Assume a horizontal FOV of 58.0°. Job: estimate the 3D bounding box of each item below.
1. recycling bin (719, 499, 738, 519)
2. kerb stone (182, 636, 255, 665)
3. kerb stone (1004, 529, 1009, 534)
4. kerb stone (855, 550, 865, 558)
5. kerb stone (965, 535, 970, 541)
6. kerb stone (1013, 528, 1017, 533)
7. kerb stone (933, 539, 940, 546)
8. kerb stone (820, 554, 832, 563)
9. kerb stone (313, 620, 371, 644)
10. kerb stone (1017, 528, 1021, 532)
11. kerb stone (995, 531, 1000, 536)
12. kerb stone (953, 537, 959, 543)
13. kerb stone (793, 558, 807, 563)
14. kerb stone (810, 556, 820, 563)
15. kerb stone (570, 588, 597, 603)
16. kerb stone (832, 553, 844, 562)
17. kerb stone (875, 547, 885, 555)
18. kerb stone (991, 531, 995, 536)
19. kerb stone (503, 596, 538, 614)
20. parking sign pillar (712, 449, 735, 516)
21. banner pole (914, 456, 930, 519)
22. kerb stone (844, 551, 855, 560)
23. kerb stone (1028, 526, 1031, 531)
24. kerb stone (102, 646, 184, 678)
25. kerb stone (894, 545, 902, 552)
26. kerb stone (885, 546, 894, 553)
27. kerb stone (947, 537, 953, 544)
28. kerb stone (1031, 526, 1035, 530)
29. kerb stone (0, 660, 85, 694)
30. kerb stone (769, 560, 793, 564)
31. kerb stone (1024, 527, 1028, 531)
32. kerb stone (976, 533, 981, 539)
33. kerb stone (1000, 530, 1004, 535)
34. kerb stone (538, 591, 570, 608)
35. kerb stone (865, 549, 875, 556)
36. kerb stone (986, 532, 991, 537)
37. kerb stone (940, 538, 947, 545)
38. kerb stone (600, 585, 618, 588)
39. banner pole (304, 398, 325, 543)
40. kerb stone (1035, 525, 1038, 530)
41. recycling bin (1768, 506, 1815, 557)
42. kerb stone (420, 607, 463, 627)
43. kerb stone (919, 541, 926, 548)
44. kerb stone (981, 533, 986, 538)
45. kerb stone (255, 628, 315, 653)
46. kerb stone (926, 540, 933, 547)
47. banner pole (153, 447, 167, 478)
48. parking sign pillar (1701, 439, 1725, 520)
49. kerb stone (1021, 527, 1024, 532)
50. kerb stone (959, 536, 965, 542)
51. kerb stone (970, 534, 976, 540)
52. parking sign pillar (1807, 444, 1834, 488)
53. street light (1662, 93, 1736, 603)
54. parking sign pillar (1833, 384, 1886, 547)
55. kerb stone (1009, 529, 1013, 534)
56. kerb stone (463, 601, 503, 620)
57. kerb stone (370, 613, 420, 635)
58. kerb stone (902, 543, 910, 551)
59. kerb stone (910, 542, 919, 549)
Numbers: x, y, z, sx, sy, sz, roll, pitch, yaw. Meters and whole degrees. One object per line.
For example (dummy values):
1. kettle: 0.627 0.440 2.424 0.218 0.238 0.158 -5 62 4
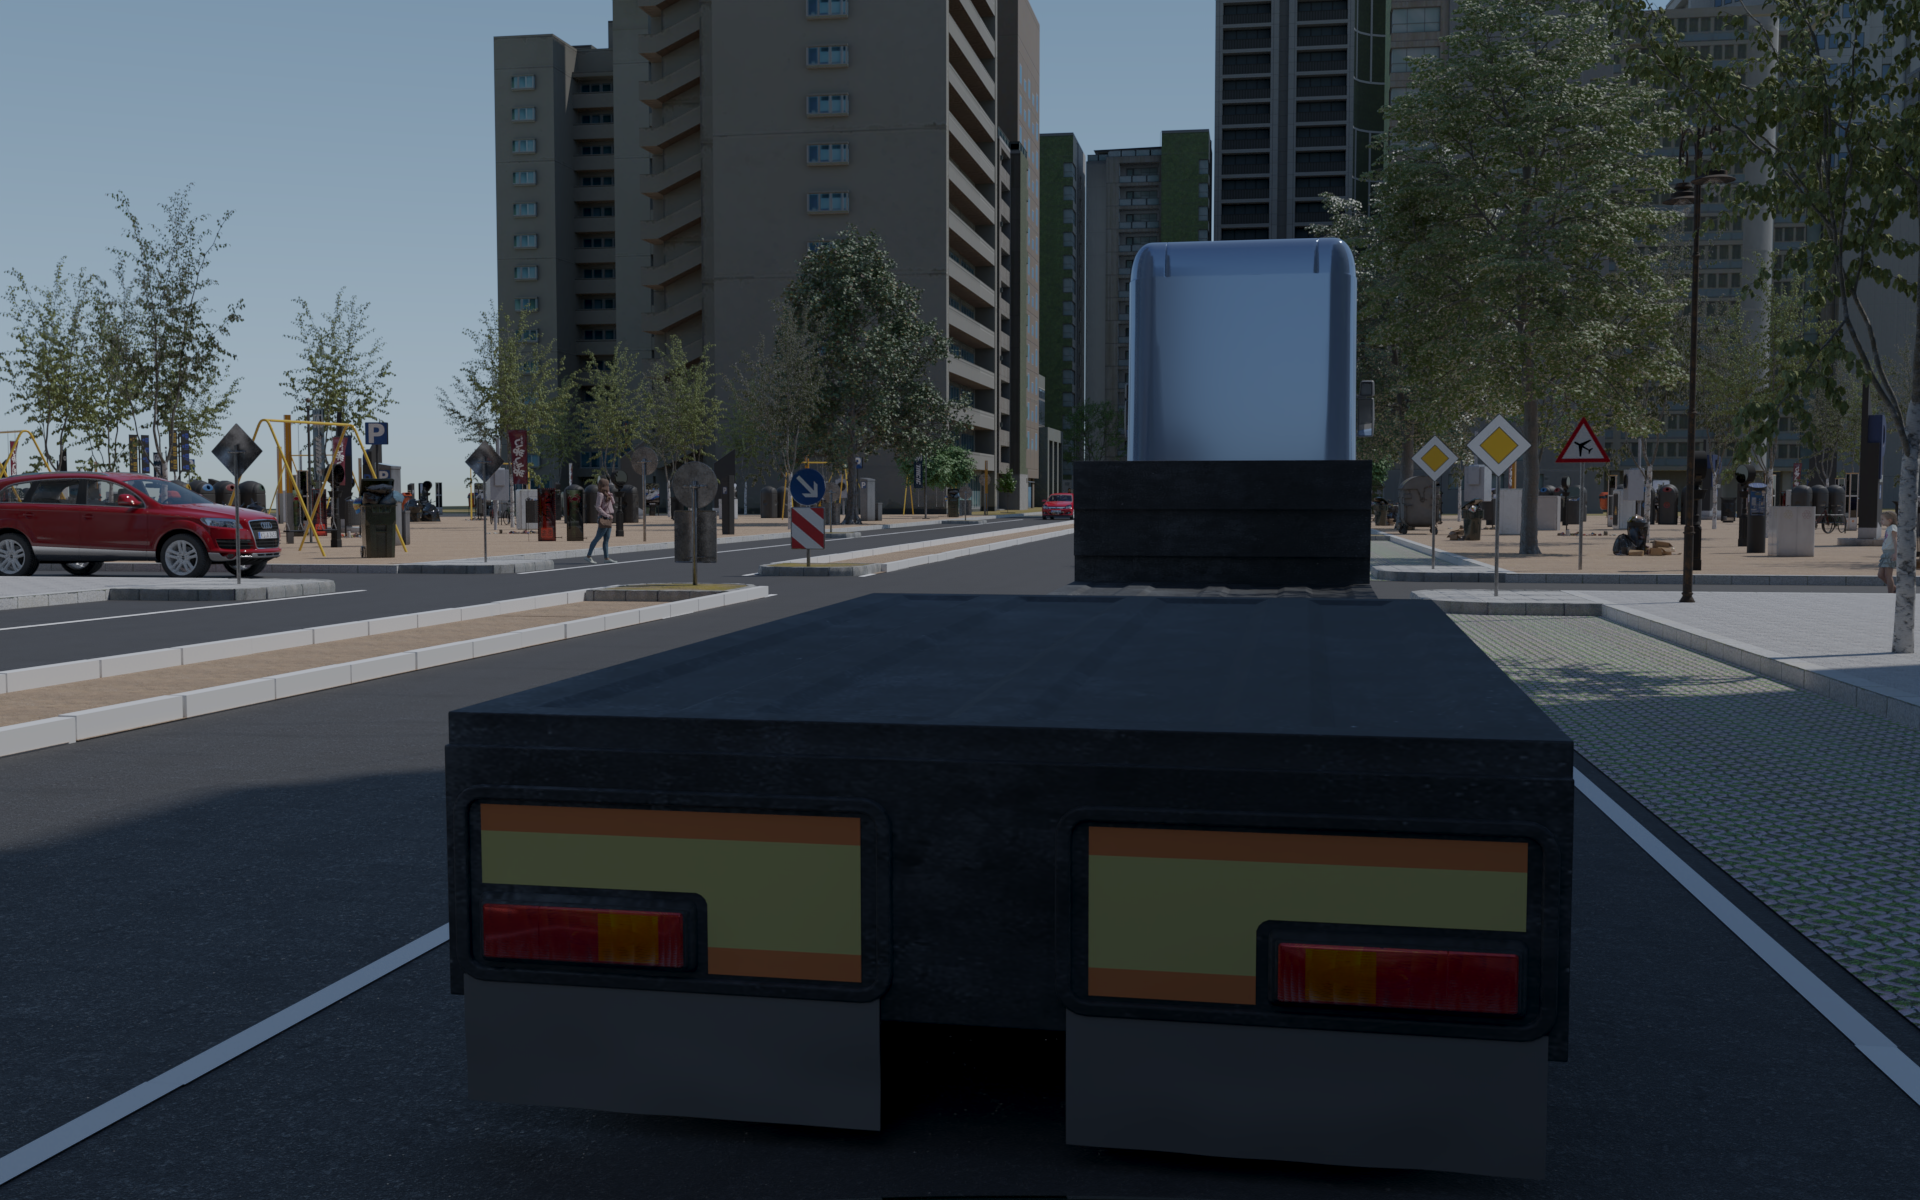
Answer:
1. recycling bin: -11.753 -4.605 87.852 0.722 1.027 0.722 1 4 22
2. kerb stone: -6.446 0.444 14.932 0.120 0.150 1.000 1 4 10
3. kerb stone: 1.496 -2.369 60.936 0.120 0.150 1.000 1 4 10
4. kerb stone: -2.345 -1.010 38.701 0.120 0.150 1.000 1 4 10
5. kerb stone: 0.095 -1.872 52.863 0.120 0.150 1.000 1 4 10
6. kerb stone: 1.841 -2.491 62.954 0.120 0.150 1.000 1 4 10
7. kerb stone: -0.766 -1.566 47.800 0.120 0.150 1.000 1 4 10
8. kerb stone: -2.869 -0.824 35.672 0.120 0.150 1.000 1 4 10
9. kerb stone: -6.104 0.321 16.949 0.120 0.150 1.000 1 4 10
10. kerb stone: 2.016 -2.555 63.963 0.120 0.150 1.000 1 4 10
11. kerb stone: 1.149 -2.246 58.917 0.120 0.150 1.000 1 4 10
12. kerb stone: -0.252 -1.752 50.834 0.120 0.150 1.000 1 4 10
13. kerb stone: -3.215 -0.701 33.653 0.120 0.150 1.000 1 4 10
14. kerb stone: -3.044 -0.763 34.665 0.120 0.150 1.000 1 4 10
15. kerb stone: -5.063 -0.049 22.996 0.120 0.150 1.000 1 4 10
16. kerb stone: -2.688 -0.886 36.685 0.120 0.150 1.000 1 4 10
17. kerb stone: -1.988 -1.130 40.721 0.120 0.150 1.000 1 4 10
18. kerb stone: 0.965 -2.184 57.912 0.120 0.150 1.000 1 4 10
19. kerb stone: -5.412 0.074 20.982 0.120 0.150 1.000 1 4 10
20. parking sign pillar: -13.983 -6.976 102.533 1.447 3.967 1.447 -2 4 -24
21. banner pole: -1.980 -6.056 89.032 0.863 3.779 0.401 0 4 -2
22. kerb stone: -2.519 -0.941 37.694 0.120 0.150 1.000 1 4 10
23. kerb stone: 2.542 -2.740 66.994 0.120 0.150 1.000 1 4 10
24. kerb stone: -6.626 0.508 13.926 0.120 0.150 1.000 1 4 10
25. kerb stone: -1.651 -1.255 42.742 0.120 0.150 1.000 1 4 10
26. kerb stone: -1.824 -1.194 41.731 0.120 0.150 1.000 1 4 10
27. kerb stone: -0.420 -1.689 49.823 0.120 0.150 1.000 1 4 10
28. kerb stone: 2.718 -2.797 68.007 0.120 0.150 1.000 1 4 10
29. kerb stone: -6.802 0.568 12.917 0.120 0.150 1.000 1 4 10
30. kerb stone: -3.394 -0.636 32.644 0.120 0.150 1.000 1 4 10
31. kerb stone: 2.371 -2.673 65.977 0.120 0.150 1.000 1 4 10
32. kerb stone: 0.449 -1.998 54.880 0.120 0.150 1.000 1 4 10
33. kerb stone: 1.318 -2.305 59.929 0.120 0.150 1.000 1 4 10
34. kerb stone: -5.243 0.013 21.990 0.120 0.150 1.000 1 4 10
35. kerb stone: -2.172 -1.072 39.716 0.120 0.150 1.000 1 4 10
36. kerb stone: 0.795 -2.123 56.904 0.120 0.150 1.000 1 4 10
37. kerb stone: -0.597 -1.628 48.808 0.120 0.150 1.000 1 4 10
38. kerb stone: -4.878 -0.106 24.006 0.120 0.150 1.000 1 4 10
39. banner pole: -16.754 -3.363 45.005 0.863 3.779 0.401 2 4 32
40. kerb stone: 2.887 -2.864 69.015 0.120 0.150 1.000 1 4 10
41. recycling bin: 17.129 -1.415 35.686 0.722 1.027 0.722 1 4 10
42. kerb stone: -5.749 0.198 18.962 0.120 0.150 1.000 1 4 10
43. kerb stone: -1.131 -1.438 45.783 0.120 0.150 1.000 1 4 10
44. kerb stone: 0.621 -2.061 55.895 0.120 0.150 1.000 1 4 10
45. kerb stone: -6.285 0.386 15.942 0.120 0.150 1.000 1 4 10
46. kerb stone: -0.949 -1.504 46.789 0.120 0.150 1.000 1 4 10
47. banner pole: -42.053 -6.193 91.274 0.863 3.779 0.401 -2 4 -30
48. parking sign pillar: 37.290 -5.956 85.853 1.447 3.967 1.447 -3 5 -43
49. kerb stone: 2.195 -2.616 64.970 0.120 0.150 1.000 1 4 10
50. kerb stone: -0.080 -1.813 51.842 0.120 0.150 1.000 1 4 10
51. kerb stone: 0.274 -1.937 53.869 0.120 0.150 1.000 1 4 10
52. parking sign pillar: 44.034 -6.119 88.519 1.447 3.967 1.447 0 4 7
53. street light: 8.618 -2.909 20.348 0.468 5.910 1.993 1 4 10
54. parking sign pillar: 22.601 -3.330 42.920 1.447 3.967 1.447 2 4 33
55. kerb stone: 1.668 -2.431 61.944 0.120 0.150 1.000 1 4 10
56. kerb stone: -5.576 0.143 19.969 0.120 0.150 1.000 1 4 10
57. kerb stone: -5.924 0.259 17.955 0.120 0.150 1.000 1 4 10
58. kerb stone: -1.473 -1.318 43.751 0.120 0.150 1.000 1 4 10
59. kerb stone: -1.293 -1.381 44.771 0.120 0.150 1.000 1 4 10
